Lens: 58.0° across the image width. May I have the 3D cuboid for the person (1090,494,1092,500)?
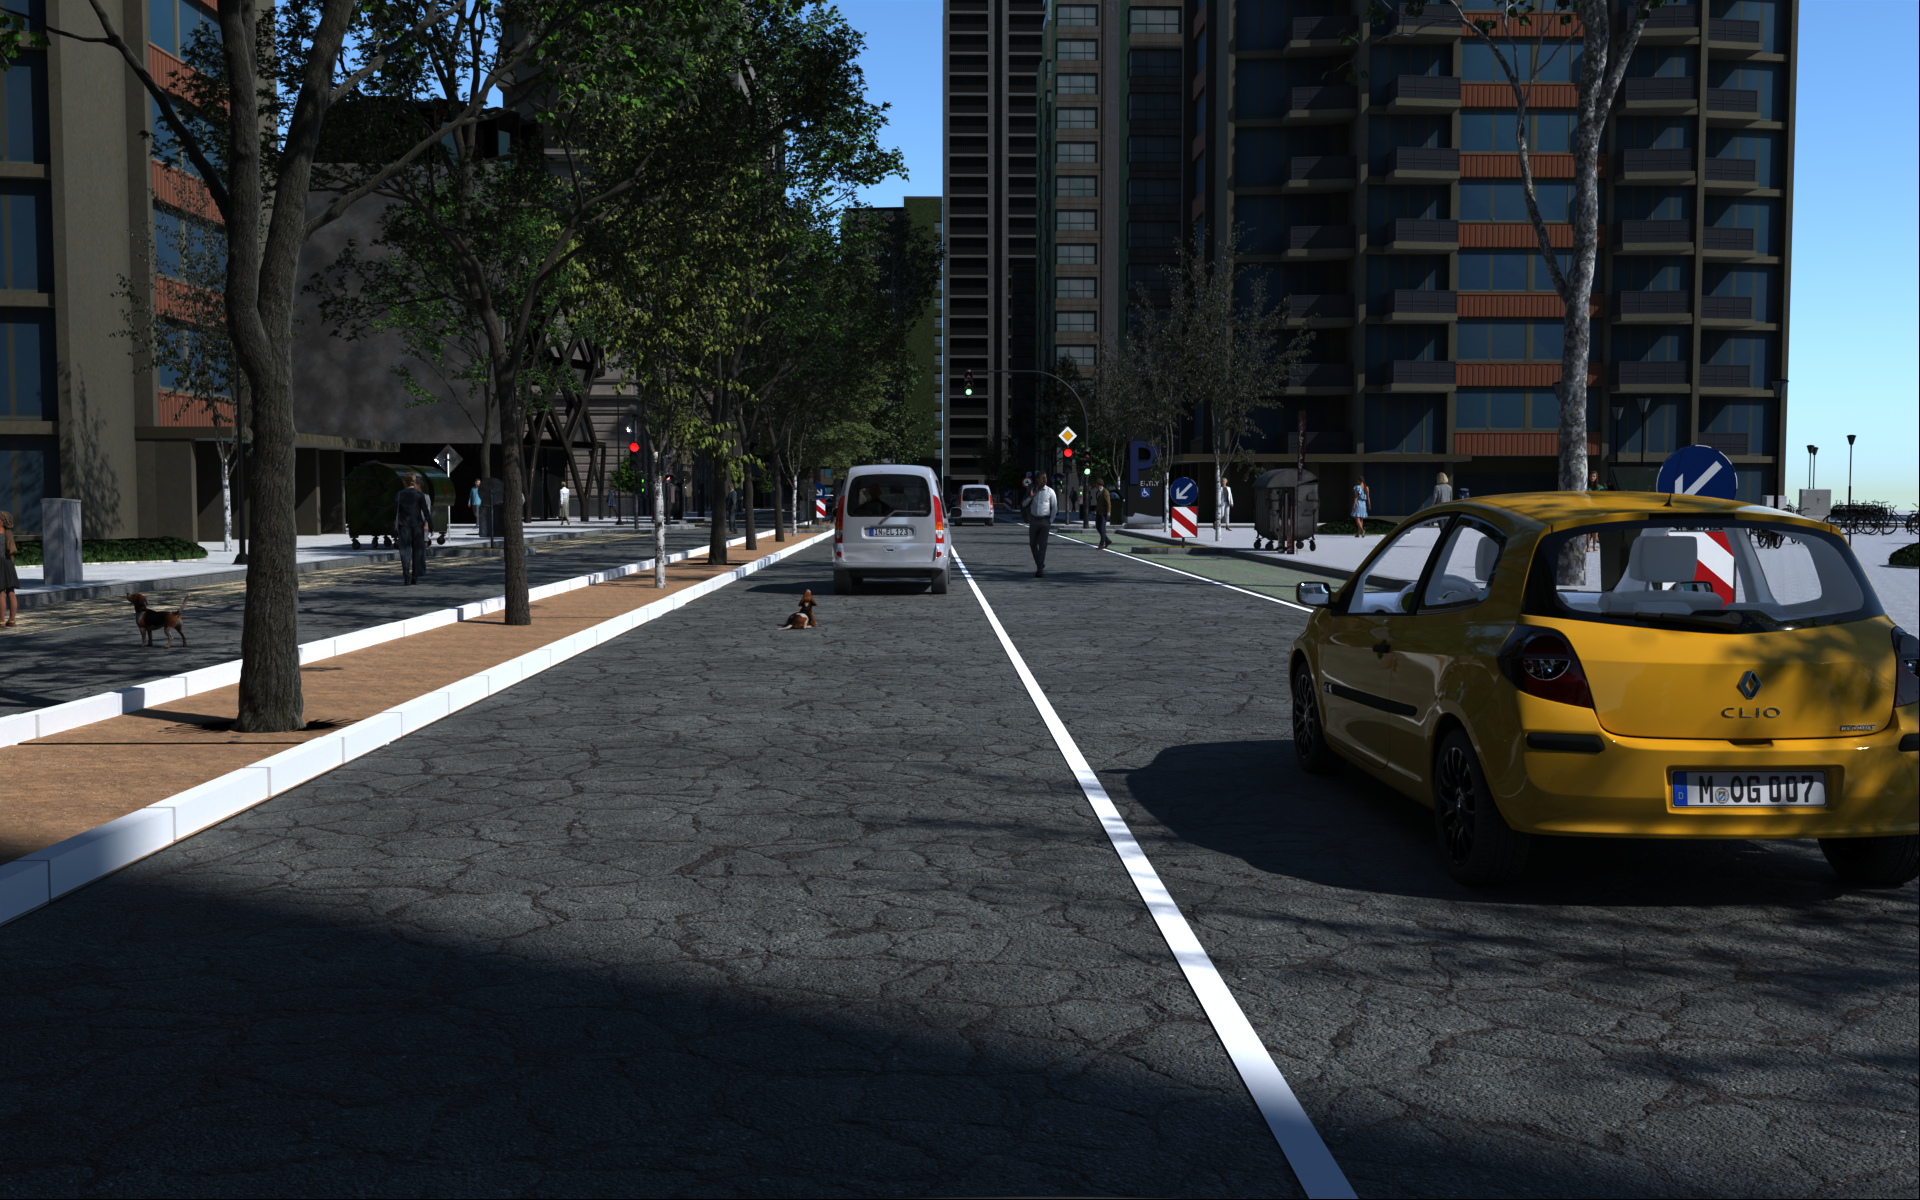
[{"bbox_3d":[8.518,-6.681,115.636,0.716,1.782,0.532,-3,5,-42],"label":"person"}]

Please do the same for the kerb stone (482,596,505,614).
[{"bbox_3d":[-5.696,0.081,20.881,0.120,0.150,1.000,0,4,-1],"label":"kerb stone"}]

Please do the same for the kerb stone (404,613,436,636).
[{"bbox_3d":[-5.618,0.272,17.803,0.120,0.150,1.000,0,4,-1],"label":"kerb stone"}]

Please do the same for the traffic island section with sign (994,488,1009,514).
[{"bbox_3d":[3.260,-7.062,124.085,1.989,1.847,2.006,0,4,-1],"label":"traffic island section with sign"}]

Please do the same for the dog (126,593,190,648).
[{"bbox_3d":[-7.486,0.190,16.184,0.540,0.507,0.406,-2,4,-25],"label":"dog"}]

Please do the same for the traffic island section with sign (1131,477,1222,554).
[{"bbox_3d":[5.175,-2.025,41.736,1.989,1.847,2.006,0,4,-1],"label":"traffic island section with sign"}]

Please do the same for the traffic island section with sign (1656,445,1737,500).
[{"bbox_3d":[5.807,-0.373,14.721,1.989,1.847,2.006,0,4,-1],"label":"traffic island section with sign"}]

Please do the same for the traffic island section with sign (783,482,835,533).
[{"bbox_3d":[-5.639,-3.409,63.871,2.006,1.907,1.989,0,4,-1],"label":"traffic island section with sign"}]

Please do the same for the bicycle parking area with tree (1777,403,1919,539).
[{"bbox_3d":[32.032,-4.130,54.528,8.231,4.147,9.016,-1,4,-22],"label":"bicycle parking area with tree"}]

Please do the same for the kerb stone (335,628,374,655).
[{"bbox_3d":[-5.568,0.396,15.751,0.120,0.150,1.000,0,4,-1],"label":"kerb stone"}]

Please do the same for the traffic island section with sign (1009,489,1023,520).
[{"bbox_3d":[3.903,-5.371,96.446,1.989,1.847,2.006,0,4,-1],"label":"traffic island section with sign"}]

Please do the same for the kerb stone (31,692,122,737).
[{"bbox_3d":[-5.449,0.713,10.617,0.120,0.150,1.000,0,4,-1],"label":"kerb stone"}]

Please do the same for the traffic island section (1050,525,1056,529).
[{"bbox_3d":[4.471,-3.032,71.854,2.009,0.180,2.903,0,4,-1],"label":"traffic island section"}]

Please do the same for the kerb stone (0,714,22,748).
[{"bbox_3d":[-5.437,0.771,9.592,0.120,0.150,1.000,0,4,-1],"label":"kerb stone"}]

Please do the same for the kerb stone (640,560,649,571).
[{"bbox_3d":[-5.958,-0.609,32.154,0.120,0.150,1.000,0,4,-1],"label":"kerb stone"}]

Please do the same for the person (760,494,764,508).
[{"bbox_3d":[-17.754,-9.050,154.731,0.721,1.735,1.217,-1,4,-14],"label":"person"}]

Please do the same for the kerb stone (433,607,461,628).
[{"bbox_3d":[-5.648,0.206,18.828,0.120,0.150,1.000,0,4,-1],"label":"kerb stone"}]

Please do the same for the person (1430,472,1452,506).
[{"bbox_3d":[11.540,-2.168,41.672,0.709,1.800,0.728,-1,4,-16],"label":"person"}]

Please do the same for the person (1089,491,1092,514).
[{"bbox_3d":[8.482,-6.427,113.724,0.523,1.515,0.503,-1,4,-13],"label":"person"}]

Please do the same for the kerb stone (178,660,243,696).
[{"bbox_3d":[-5.503,0.582,12.674,0.120,0.150,1.000,0,4,-1],"label":"kerb stone"}]

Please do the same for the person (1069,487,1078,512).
[{"bbox_3d":[7.917,-7.047,121.657,0.661,1.777,0.834,2,4,35],"label":"person"}]

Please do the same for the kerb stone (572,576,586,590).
[{"bbox_3d":[-5.813,-0.234,26.015,0.120,0.150,1.000,0,4,-1],"label":"kerb stone"}]

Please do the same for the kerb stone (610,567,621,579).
[{"bbox_3d":[-5.889,-0.422,29.088,0.120,0.150,1.000,0,4,-1],"label":"kerb stone"}]

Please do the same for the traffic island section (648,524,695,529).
[{"bbox_3d":[-12.066,-3.009,71.476,2.009,0.180,2.903,0,4,-1],"label":"traffic island section"}]

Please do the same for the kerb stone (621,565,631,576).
[{"bbox_3d":[-5.914,-0.481,30.111,0.120,0.150,1.000,0,4,-1],"label":"kerb stone"}]

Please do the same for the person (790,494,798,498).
[{"bbox_3d":[-21.591,-13.245,225.871,1.217,1.723,0.721,1,4,23],"label":"person"}]

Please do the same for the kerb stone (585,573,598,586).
[{"bbox_3d":[-5.846,-0.295,27.036,0.120,0.150,1.000,0,4,-1],"label":"kerb stone"}]

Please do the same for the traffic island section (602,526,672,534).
[{"bbox_3d":[-11.880,-2.521,63.493,2.009,0.180,2.903,0,4,-1],"label":"traffic island section"}]

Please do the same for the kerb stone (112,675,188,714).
[{"bbox_3d":[-5.481,0.651,11.638,0.120,0.150,1.000,0,4,-1],"label":"kerb stone"}]

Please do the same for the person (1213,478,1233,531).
[{"bbox_3d":[9.219,-3.353,60.748,0.514,1.842,0.818,-3,4,-37],"label":"person"}]

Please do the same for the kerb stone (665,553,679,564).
[{"bbox_3d":[-6.059,-0.857,36.246,0.120,0.150,1.000,0,4,-1],"label":"kerb stone"}]

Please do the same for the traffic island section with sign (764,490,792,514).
[{"bbox_3d":[-12.959,-7.043,123.782,1.989,1.847,2.006,0,4,-1],"label":"traffic island section with sign"}]

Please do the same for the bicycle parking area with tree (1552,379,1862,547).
[{"bbox_3d":[17.937,-3.481,43.925,8.231,4.147,9.016,2,4,25],"label":"bicycle parking area with tree"}]

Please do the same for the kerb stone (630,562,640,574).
[{"bbox_3d":[-5.945,-0.546,31.132,0.120,0.150,1.000,0,4,-1],"label":"kerb stone"}]

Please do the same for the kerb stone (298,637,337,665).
[{"bbox_3d":[-5.551,0.457,14.728,0.120,0.150,1.000,0,4,-1],"label":"kerb stone"}]

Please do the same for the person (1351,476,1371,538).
[{"bbox_3d":[11.775,-2.728,50.733,0.616,1.811,0.778,-1,4,-9],"label":"person"}]

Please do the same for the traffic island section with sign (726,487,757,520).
[{"bbox_3d":[-12.320,-5.356,96.194,1.989,1.847,2.006,0,4,-1],"label":"traffic island section with sign"}]

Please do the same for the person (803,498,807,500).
[{"bbox_3d":[-17.540,-11.733,198.424,0.990,1.755,0.434,-2,4,-32],"label":"person"}]

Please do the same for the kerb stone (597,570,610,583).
[{"bbox_3d":[-5.864,-0.359,28.067,0.120,0.150,1.000,0,4,-1],"label":"kerb stone"}]

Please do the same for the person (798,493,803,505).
[{"bbox_3d":[-19.102,-12.353,208.032,1.348,1.822,0.705,1,4,16],"label":"person"}]

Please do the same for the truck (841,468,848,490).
[{"bbox_3d":[-11.662,-12.173,187.940,2.839,4.237,11.283,0,4,1],"label":"truck"}]

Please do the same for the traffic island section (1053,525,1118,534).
[{"bbox_3d":[4.657,-2.544,63.871,2.009,0.180,2.903,0,4,-1],"label":"traffic island section"}]

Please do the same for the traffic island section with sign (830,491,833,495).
[{"bbox_3d":[-14.786,-11.862,202.563,1.989,1.847,2.006,0,4,-1],"label":"traffic island section with sign"}]

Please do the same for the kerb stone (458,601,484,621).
[{"bbox_3d":[-5.671,0.145,19.850,0.120,0.150,1.000,0,4,-1],"label":"kerb stone"}]

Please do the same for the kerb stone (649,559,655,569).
[{"bbox_3d":[-5.982,-0.672,33.177,0.120,0.150,1.000,0,4,-1],"label":"kerb stone"}]

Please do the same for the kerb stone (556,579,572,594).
[{"bbox_3d":[-5.791,-0.170,24.978,0.120,0.150,1.000,0,4,-1],"label":"kerb stone"}]

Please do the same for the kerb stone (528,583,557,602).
[{"bbox_3d":[-5.769,-0.108,23.956,0.120,0.150,1.000,0,4,-1],"label":"kerb stone"}]

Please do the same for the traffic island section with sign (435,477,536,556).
[{"bbox_3d":[-11.026,-1.950,40.504,1.989,1.847,2.006,0,4,-1],"label":"traffic island section with sign"}]

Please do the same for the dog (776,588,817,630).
[{"bbox_3d":[-1.769,0.098,18.587,0.748,0.427,0.550,-2,4,-35],"label":"dog"}]

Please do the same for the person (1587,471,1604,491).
[{"bbox_3d":[14.007,-1.962,38.362,0.600,1.795,0.529,1,4,14],"label":"person"}]

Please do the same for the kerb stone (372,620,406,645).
[{"bbox_3d":[-5.602,0.332,16.781,0.120,0.150,1.000,0,4,-1],"label":"kerb stone"}]
